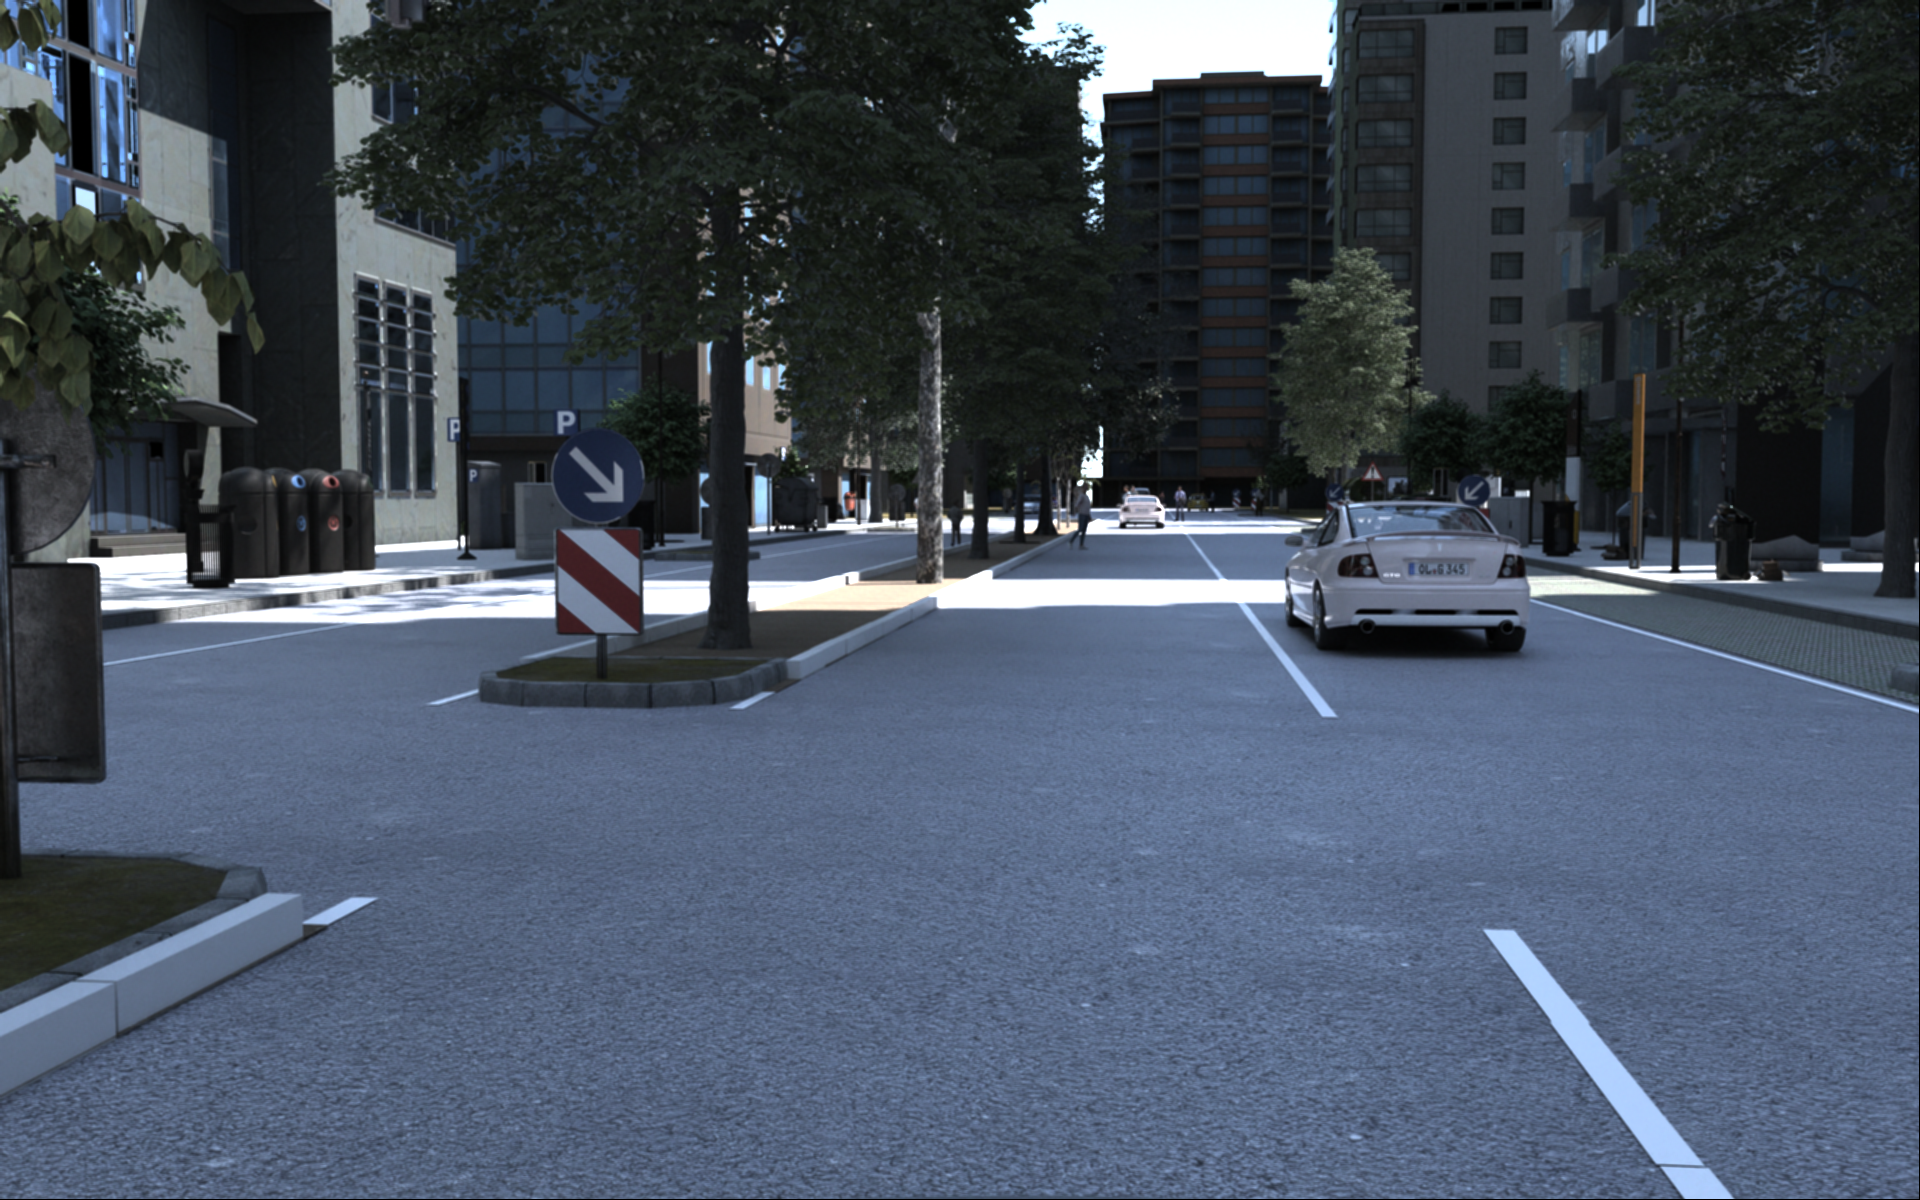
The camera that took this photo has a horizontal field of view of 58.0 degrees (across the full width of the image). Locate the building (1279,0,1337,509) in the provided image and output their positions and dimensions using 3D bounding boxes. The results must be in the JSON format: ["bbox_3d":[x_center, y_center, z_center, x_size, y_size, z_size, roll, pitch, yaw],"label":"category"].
[{"bbox_3d":[38.685,-50.603,140.032,22.319,86.520,31.000,0,4,6],"label":"building"}]

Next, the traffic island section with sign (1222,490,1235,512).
[{"bbox_3d":[22.193,-8.029,139.899,1.989,1.847,2.006,0,4,6],"label":"traffic island section with sign"}]

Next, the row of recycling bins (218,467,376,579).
[{"bbox_3d":[-10.609,-1.262,27.748,1.069,1.692,3.534,1,4,13],"label":"row of recycling bins"}]

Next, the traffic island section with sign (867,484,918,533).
[{"bbox_3d":[-2.381,-3.470,65.357,1.989,1.847,2.006,0,4,6],"label":"traffic island section with sign"}]

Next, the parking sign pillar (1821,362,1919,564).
[{"bbox_3d":[17.637,-2.723,32.986,1.447,3.967,1.447,-1,4,-11],"label":"parking sign pillar"}]

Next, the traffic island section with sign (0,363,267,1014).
[{"bbox_3d":[-3.255,0.180,5.196,2.006,1.907,1.989,0,4,6],"label":"traffic island section with sign"}]

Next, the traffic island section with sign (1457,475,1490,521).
[{"bbox_3d":[10.520,-1.693,36.312,1.989,1.847,2.006,0,4,6],"label":"traffic island section with sign"}]

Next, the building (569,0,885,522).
[{"bbox_3d":[-12.085,-27.283,96.188,14.600,45.320,14.200,0,4,6],"label":"building"}]

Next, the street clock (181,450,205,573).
[{"bbox_3d":[-12.498,-1.448,28.249,0.358,2.002,0.471,-3,4,-38],"label":"street clock"}]

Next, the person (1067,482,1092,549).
[{"bbox_3d":[3.051,-2.176,44.754,0.598,1.740,0.731,1,4,21],"label":"person"}]

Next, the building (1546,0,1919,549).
[{"bbox_3d":[30.921,-26.401,51.269,23.786,49.044,30.456,0,4,6],"label":"building"}]

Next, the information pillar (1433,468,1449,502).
[{"bbox_3d":[13.607,-2.725,49.042,0.304,2.012,0.304,-3,5,-40],"label":"information pillar"}]

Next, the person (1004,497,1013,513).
[{"bbox_3d":[3.303,-6.669,118.228,0.721,1.739,1.217,2,4,31],"label":"person"}]

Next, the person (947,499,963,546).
[{"bbox_3d":[-0.130,-2.115,47.345,0.475,1.303,0.640,1,4,10],"label":"person"}]

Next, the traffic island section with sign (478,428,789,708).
[{"bbox_3d":[-2.415,-0.270,12.555,2.006,1.907,1.989,0,4,6],"label":"traffic island section with sign"}]

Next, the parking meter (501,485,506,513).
[{"bbox_3d":[-12.813,-2.432,48.181,0.372,1.533,0.369,0,3,0],"label":"parking meter"}]

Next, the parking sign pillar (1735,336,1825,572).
[{"bbox_3d":[13.732,-2.481,29.043,1.447,3.967,1.447,2,4,26],"label":"parking sign pillar"}]

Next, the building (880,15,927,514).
[{"bbox_3d":[-14.159,-30.544,119.005,23.786,49.044,30.456,0,4,6],"label":"building"}]

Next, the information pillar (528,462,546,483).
[{"bbox_3d":[-9.565,-2.126,39.250,0.304,2.012,0.304,-3,5,-40],"label":"information pillar"}]

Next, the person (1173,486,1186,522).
[{"bbox_3d":[11.351,-4.984,89.853,0.709,1.838,0.599,2,4,30],"label":"person"}]

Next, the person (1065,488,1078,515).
[{"bbox_3d":[7.698,-6.769,119.187,1.348,1.822,0.705,-3,5,-39],"label":"person"}]

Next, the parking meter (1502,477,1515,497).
[{"bbox_3d":[19.017,-3.326,60.097,0.255,1.863,0.399,-3,4,-38],"label":"parking meter"}]

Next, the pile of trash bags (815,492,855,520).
[{"bbox_3d":[-6.535,-4.710,86.764,1.912,1.369,3.447,3,5,41],"label":"pile of trash bags"}]

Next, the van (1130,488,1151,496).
[{"bbox_3d":[12.360,-6.853,119.061,2.013,2.044,4.112,0,4,6],"label":"van"}]

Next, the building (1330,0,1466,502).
[{"bbox_3d":[32.698,-26.638,119.131,14.154,41.232,14.086,0,4,6],"label":"building"}]

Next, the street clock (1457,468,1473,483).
[{"bbox_3d":[14.011,-2.662,48.095,0.471,2.002,0.358,-3,4,-38],"label":"street clock"}]

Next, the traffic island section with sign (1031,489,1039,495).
[{"bbox_3d":[6.199,-8.124,141.461,1.989,1.847,2.006,0,4,6],"label":"traffic island section with sign"}]

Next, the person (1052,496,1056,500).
[{"bbox_3d":[8.210,-9.096,157.935,1.217,1.735,0.721,3,4,38],"label":"person"}]

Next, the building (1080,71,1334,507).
[{"bbox_3d":[27.683,-32.295,182.644,28.867,44.769,22.147,0,4,6],"label":"building"}]

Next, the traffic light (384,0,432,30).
[{"bbox_3d":[-6.425,-2.360,13.253,4.771,5.953,1.251,0,4,6],"label":"traffic light"}]

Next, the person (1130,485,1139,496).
[{"bbox_3d":[8.310,-4.528,82.334,0.655,1.846,0.447,-1,4,-21],"label":"person"}]

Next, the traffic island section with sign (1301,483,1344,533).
[{"bbox_3d":[13.607,-3.372,63.759,1.989,1.847,2.006,0,4,6],"label":"traffic island section with sign"}]

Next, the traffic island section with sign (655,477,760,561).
[{"bbox_3d":[-5.470,-1.797,38.003,1.989,1.847,2.006,0,4,6],"label":"traffic island section with sign"}]

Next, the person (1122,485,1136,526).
[{"bbox_3d":[7.362,-4.134,76.192,0.778,1.811,0.616,0,4,0],"label":"person"}]

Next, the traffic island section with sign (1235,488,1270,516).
[{"bbox_3d":[19.176,-6.391,113.113,1.989,1.847,2.006,0,4,6],"label":"traffic island section with sign"}]

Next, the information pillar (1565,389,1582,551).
[{"bbox_3d":[13.780,-2.909,38.915,0.183,3.616,0.504,-1,4,-10],"label":"information pillar"}]

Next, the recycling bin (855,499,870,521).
[{"bbox_3d":[-4.572,-4.342,83.551,0.722,1.027,0.722,2,4,33],"label":"recycling bin"}]

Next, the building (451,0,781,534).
[{"bbox_3d":[-14.398,-25.184,61.874,14.600,45.320,14.200,0,4,6],"label":"building"}]

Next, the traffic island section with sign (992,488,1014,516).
[{"bbox_3d":[3.169,-6.486,114.676,1.989,1.847,2.006,0,4,6],"label":"traffic island section with sign"}]

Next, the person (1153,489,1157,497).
[{"bbox_3d":[14.890,-7.583,132.508,0.705,1.821,1.348,1,4,22],"label":"person"}]

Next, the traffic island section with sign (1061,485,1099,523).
[{"bbox_3d":[5.992,-4.837,87.224,2.006,1.907,1.989,0,4,6],"label":"traffic island section with sign"}]

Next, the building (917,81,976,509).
[{"bbox_3d":[-4.818,-28.805,154.555,14.086,41.232,14.154,0,4,6],"label":"building"}]

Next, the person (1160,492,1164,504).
[{"bbox_3d":[19.037,-9.374,163.242,0.415,1.643,0.593,1,4,22],"label":"person"}]

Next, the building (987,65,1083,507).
[{"bbox_3d":[5.561,-32.537,182.092,14.200,45.320,14.600,0,4,6],"label":"building"}]

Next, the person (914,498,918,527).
[{"bbox_3d":[-1.748,-3.977,76.126,0.523,1.515,0.503,2,4,28],"label":"person"}]

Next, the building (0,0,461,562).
[{"bbox_3d":[-24.678,-43.937,31.035,22.319,86.520,31.000,0,4,6],"label":"building"}]

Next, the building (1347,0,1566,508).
[{"bbox_3d":[30.494,-20.417,105.513,14.160,30.474,14.107,0,4,6],"label":"building"}]

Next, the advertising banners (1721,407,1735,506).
[{"bbox_3d":[15.807,-2.410,35.595,0.090,3.025,2.074,2,4,33],"label":"advertising banners"}]

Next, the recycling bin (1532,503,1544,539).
[{"bbox_3d":[16.214,-2.258,49.478,0.722,1.027,0.722,-3,5,-43],"label":"recycling bin"}]

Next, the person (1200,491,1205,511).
[{"bbox_3d":[20.482,-8.373,146.312,0.530,1.710,0.541,1,4,17],"label":"person"}]
